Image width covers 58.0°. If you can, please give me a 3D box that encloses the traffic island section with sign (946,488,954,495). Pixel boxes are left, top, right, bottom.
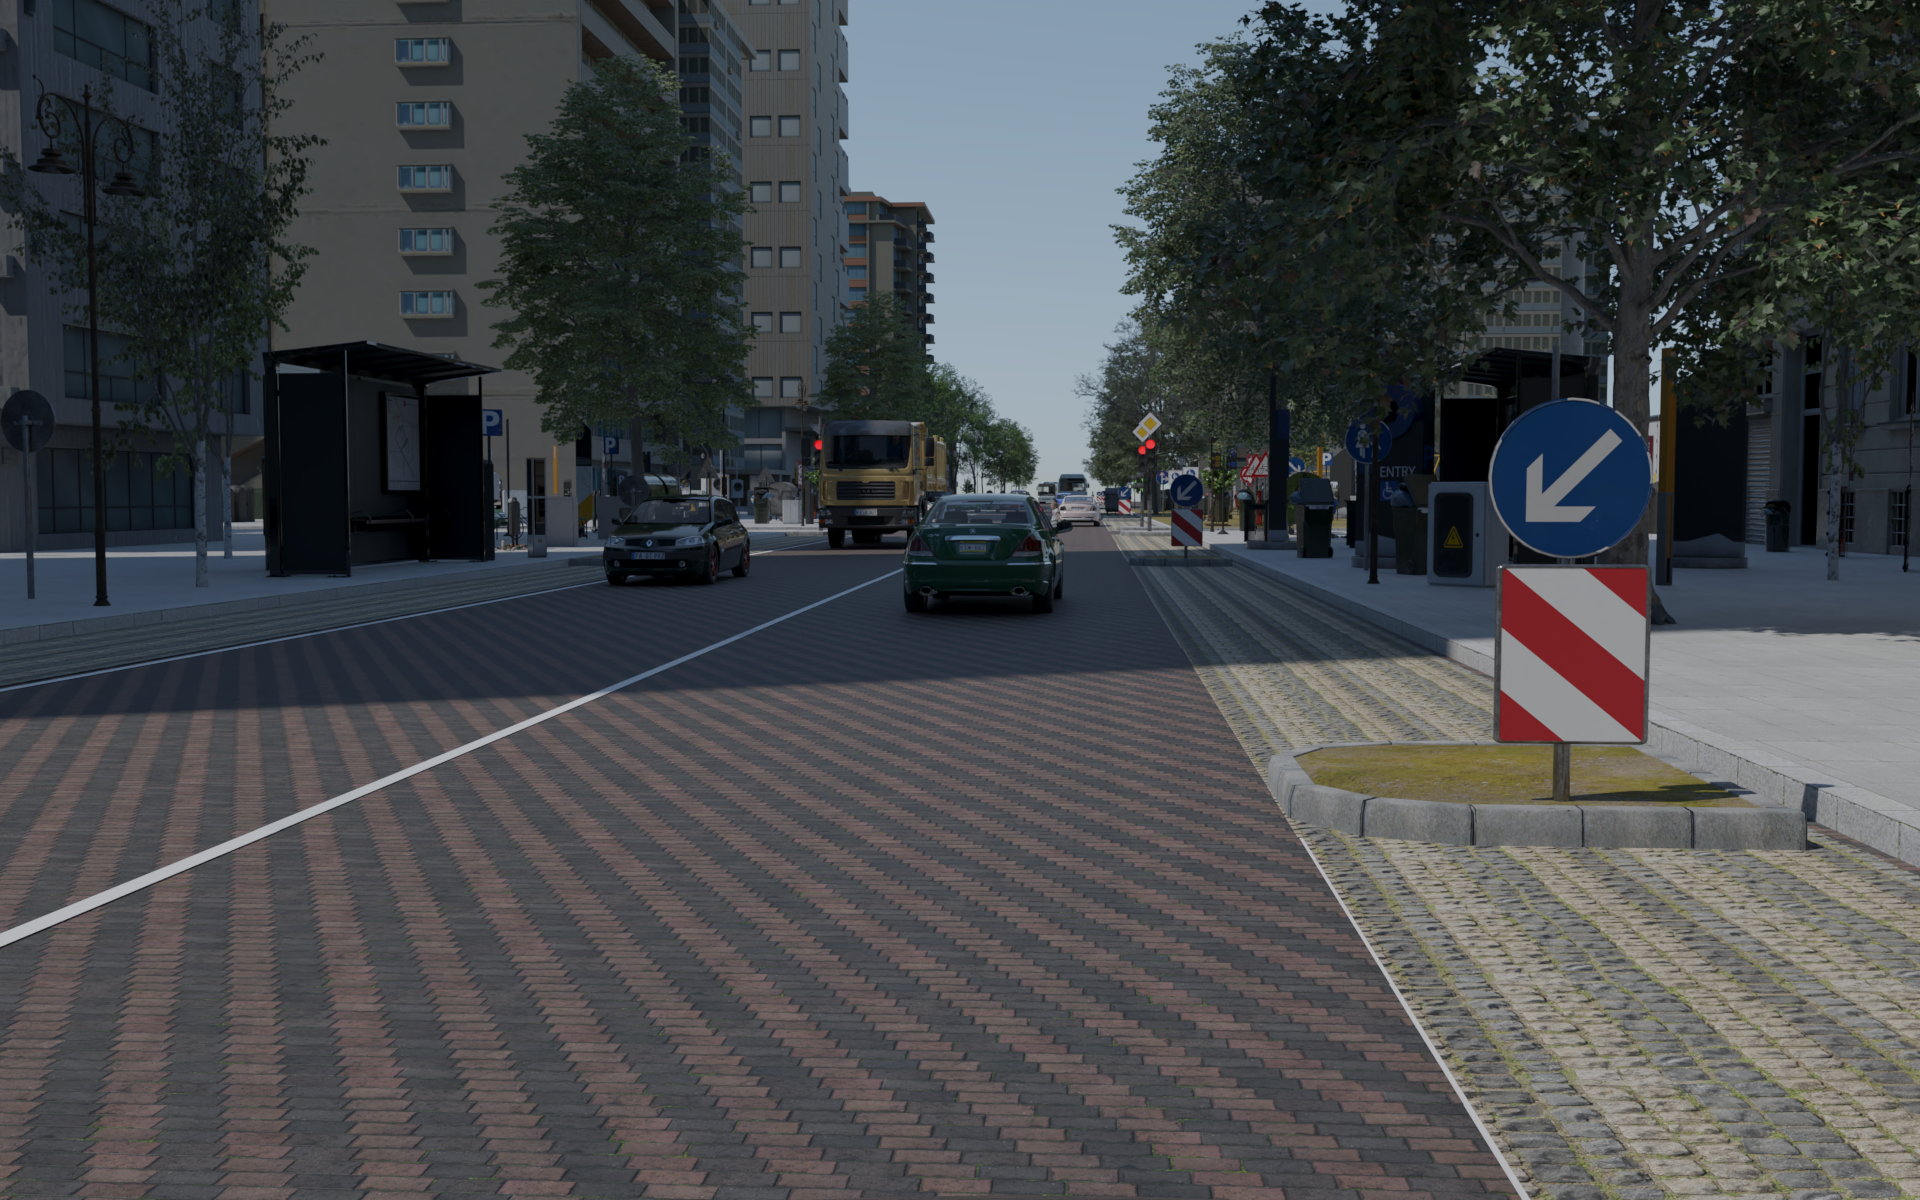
[{"bbox_3d":[-0.707,-6.670,117.674,1.989,1.847,2.006,0,4,4],"label":"traffic island section with sign"}]

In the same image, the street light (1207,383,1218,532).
[{"bbox_3d":[8.534,-5.238,58.436,0.468,5.910,1.993,0,4,4],"label":"street light"}]

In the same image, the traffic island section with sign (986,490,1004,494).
[{"bbox_3d":[2.935,-9.749,168.017,1.989,1.847,2.006,0,4,4],"label":"traffic island section with sign"}]

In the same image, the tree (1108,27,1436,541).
[{"bbox_3d":[8.653,-8.559,46.602,9.857,13.997,8.962,0,3,0],"label":"tree"}]

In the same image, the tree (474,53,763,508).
[{"bbox_3d":[-8.934,-7.790,45.487,7.486,12.596,7.792,0,3,0],"label":"tree"}]

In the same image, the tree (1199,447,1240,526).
[{"bbox_3d":[10.843,-4.749,72.252,1.663,3.219,1.824,0,3,0],"label":"tree"}]

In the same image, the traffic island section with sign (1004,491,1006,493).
[{"bbox_3d":[4.891,-11.393,194.901,1.989,1.847,2.006,0,4,4],"label":"traffic island section with sign"}]

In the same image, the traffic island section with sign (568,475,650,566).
[{"bbox_3d":[-6.710,-1.623,35.165,1.989,1.847,2.006,0,4,4],"label":"traffic island section with sign"}]

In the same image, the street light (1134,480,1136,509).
[{"bbox_3d":[15.184,-10.862,150.388,0.468,5.910,1.993,0,4,4],"label":"street light"}]

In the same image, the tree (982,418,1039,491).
[{"bbox_3d":[7.015,-20.691,256.431,7.486,12.596,7.792,0,3,0],"label":"tree"}]

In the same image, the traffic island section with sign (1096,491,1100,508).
[{"bbox_3d":[10.409,-6.645,117.277,1.989,1.847,2.006,0,4,4],"label":"traffic island section with sign"}]

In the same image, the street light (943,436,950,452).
[{"bbox_3d":[-1.308,-10.096,137.853,0.468,5.910,1.993,0,4,4],"label":"street light"}]

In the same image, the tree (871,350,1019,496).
[{"bbox_3d":[-2.828,-12.203,125.272,9.928,11.665,9.643,0,3,0],"label":"tree"}]

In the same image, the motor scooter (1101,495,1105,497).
[{"bbox_3d":[21.838,-15.361,263.923,0.815,1.314,1.986,0,4,3],"label":"motor scooter"}]

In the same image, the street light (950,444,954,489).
[{"bbox_3d":[-0.684,-10.547,145.224,0.468,5.910,1.993,0,4,4],"label":"street light"}]

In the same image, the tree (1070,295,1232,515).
[{"bbox_3d":[11.977,-12.010,106.737,12.009,13.543,11.850,0,3,0],"label":"tree"}]

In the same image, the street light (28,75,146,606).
[{"bbox_3d":[-9.847,-2.869,19.698,0.468,5.910,1.993,0,4,4],"label":"street light"}]

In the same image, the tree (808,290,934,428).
[{"bbox_3d":[-4.838,-10.929,96.811,7.486,12.596,7.792,0,3,0],"label":"tree"}]

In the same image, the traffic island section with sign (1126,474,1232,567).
[{"bbox_3d":[4.421,-1.610,34.948,1.989,1.847,2.006,0,4,4],"label":"traffic island section with sign"}]

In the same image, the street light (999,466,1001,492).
[{"bbox_3d":[5.314,-15.621,228.198,0.468,5.910,1.993,0,4,4],"label":"street light"}]

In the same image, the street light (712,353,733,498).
[{"bbox_3d":[-7.345,-4.958,53.846,0.468,5.910,1.993,0,4,4],"label":"street light"}]

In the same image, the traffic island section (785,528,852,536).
[{"bbox_3d":[-4.872,-2.331,60.396,2.009,0.180,2.903,0,4,4],"label":"traffic island section"}]

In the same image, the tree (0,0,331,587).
[{"bbox_3d":[-10.696,-4.486,23.708,4.360,8.622,3.978,0,3,0],"label":"tree"}]

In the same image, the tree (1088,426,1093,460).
[{"bbox_3d":[14.293,-13.332,124.627,9.857,13.997,8.962,0,3,0],"label":"tree"}]

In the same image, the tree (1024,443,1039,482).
[{"bbox_3d":[9.408,-21.467,285.402,7.601,10.594,8.767,1,4,17],"label":"tree"}]

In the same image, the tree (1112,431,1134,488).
[{"bbox_3d":[17.405,-13.949,178.432,4.737,8.622,4.395,0,3,0],"label":"tree"}]

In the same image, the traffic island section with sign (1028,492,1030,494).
[{"bbox_3d":[10.888,-16.437,277.373,1.989,1.847,2.006,0,4,4],"label":"traffic island section with sign"}]

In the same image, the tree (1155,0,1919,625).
[{"bbox_3d":[6.768,-6.114,16.972,9.611,12.733,9.660,0,3,0],"label":"tree"}]

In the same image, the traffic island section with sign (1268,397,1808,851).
[{"bbox_3d":[2.465,0.043,7.923,1.989,1.847,2.006,0,4,4],"label":"traffic island section with sign"}]

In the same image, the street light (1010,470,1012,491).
[{"bbox_3d":[7.798,-17.746,262.926,0.468,5.910,1.993,0,4,4],"label":"street light"}]

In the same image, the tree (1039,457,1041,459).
[{"bbox_3d":[10.294,-23.512,302.543,7.486,12.596,7.792,0,3,0],"label":"tree"}]

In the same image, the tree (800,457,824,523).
[{"bbox_3d":[-5.914,-5.019,76.668,1.663,3.219,1.824,0,3,0],"label":"tree"}]

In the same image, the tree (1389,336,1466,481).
[{"bbox_3d":[19.799,-7.717,76.527,4.360,8.622,3.978,0,3,0],"label":"tree"}]

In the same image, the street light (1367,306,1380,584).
[{"bbox_3d":[5.917,-3.169,24.609,0.468,5.910,1.993,0,4,4],"label":"street light"}]

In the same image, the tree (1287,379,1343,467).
[{"bbox_3d":[21.079,-9.541,106.361,4.737,8.622,4.395,0,3,0],"label":"tree"}]

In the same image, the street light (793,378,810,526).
[{"bbox_3d":[-6.282,-5.889,69.072,0.468,5.910,1.993,0,4,4],"label":"street light"}]

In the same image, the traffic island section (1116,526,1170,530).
[{"bbox_3d":[7.117,-2.767,67.529,2.009,0.180,2.903,0,4,4],"label":"traffic island section"}]

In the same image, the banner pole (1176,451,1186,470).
[{"bbox_3d":[12.878,-6.811,101.379,0.863,3.779,0.401,-2,4,-27],"label":"banner pole"}]

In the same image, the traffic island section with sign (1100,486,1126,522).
[{"bbox_3d":[8.457,-5.001,90.393,1.989,1.847,2.006,0,4,4],"label":"traffic island section with sign"}]

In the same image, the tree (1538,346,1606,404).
[{"bbox_3d":[29.449,-8.267,85.520,4.737,8.622,4.395,0,3,0],"label":"tree"}]

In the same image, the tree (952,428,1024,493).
[{"bbox_3d":[2.386,-16.455,203.446,7.601,10.594,8.767,-1,4,-13],"label":"tree"}]

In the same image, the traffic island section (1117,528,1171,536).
[{"bbox_3d":[6.539,-2.280,59.565,2.009,0.180,2.903,0,4,4],"label":"traffic island section"}]

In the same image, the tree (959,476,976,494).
[{"bbox_3d":[0.696,-10.905,172.905,1.663,3.219,1.824,0,3,0],"label":"tree"}]

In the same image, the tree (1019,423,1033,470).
[{"bbox_3d":[-0.555,-13.845,152.124,9.928,11.665,9.643,0,3,0],"label":"tree"}]

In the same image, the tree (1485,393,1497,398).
[{"bbox_3d":[37.152,-10.442,121.086,4.737,8.622,4.395,0,3,0],"label":"tree"}]

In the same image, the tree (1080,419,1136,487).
[{"bbox_3d":[19.741,-17.922,210.031,9.611,12.733,9.660,0,3,0],"label":"tree"}]

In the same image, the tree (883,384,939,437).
[{"bbox_3d":[-3.274,-9.886,112.005,4.737,8.622,4.395,0,3,0],"label":"tree"}]
